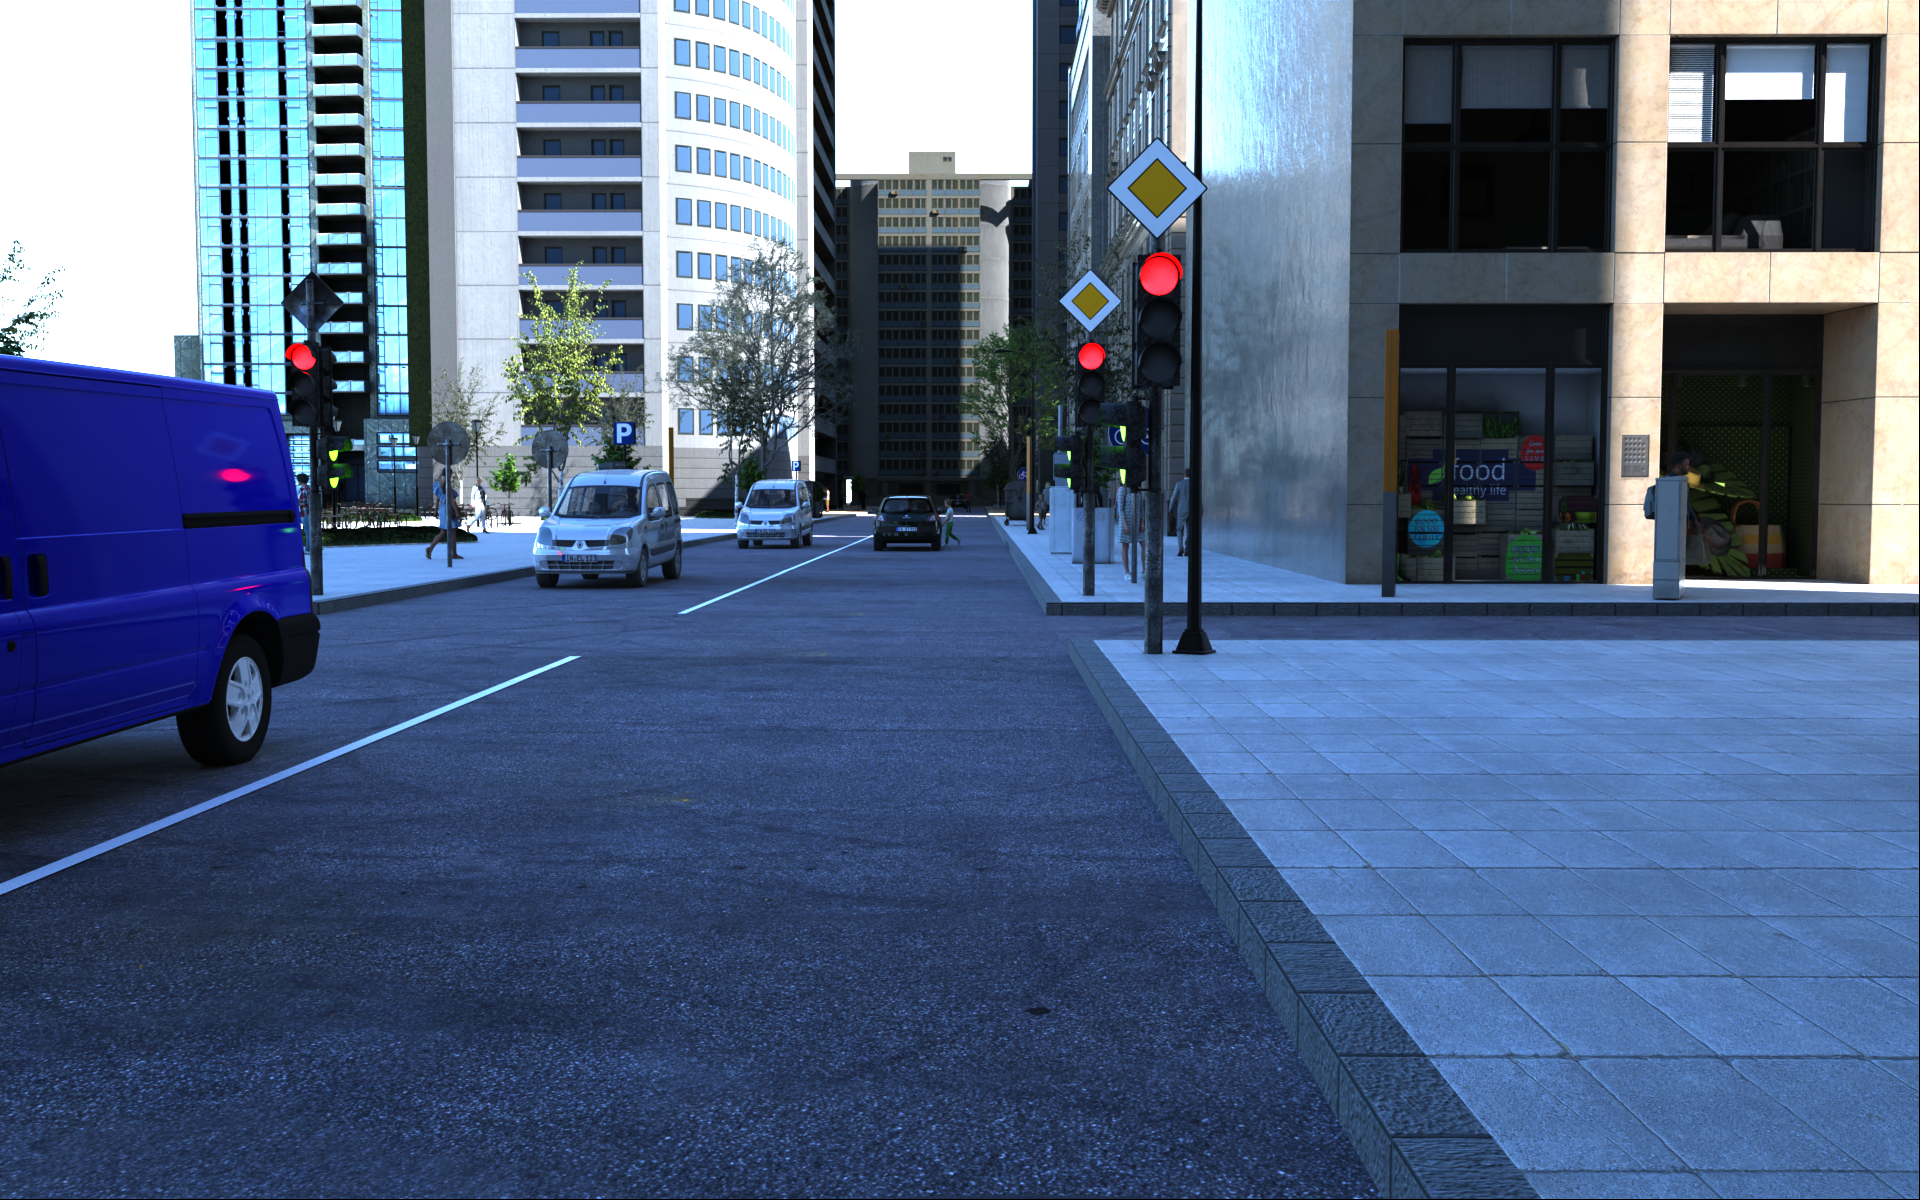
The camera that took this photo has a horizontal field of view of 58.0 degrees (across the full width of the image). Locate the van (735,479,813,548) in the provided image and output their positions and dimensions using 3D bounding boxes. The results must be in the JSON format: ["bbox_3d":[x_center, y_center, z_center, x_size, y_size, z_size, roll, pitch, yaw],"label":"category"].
[{"bbox_3d":[-4.996,-2.445,46.991,2.013,2.044,4.112,0,4,2],"label":"van"}]

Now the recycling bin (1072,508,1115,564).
[{"bbox_3d":[2.475,-1.199,32.159,0.722,1.027,0.722,1,4,11],"label":"recycling bin"}]

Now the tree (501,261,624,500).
[{"bbox_3d":[-12.780,-6.414,55.238,4.737,8.622,4.395,0,3,0],"label":"tree"}]

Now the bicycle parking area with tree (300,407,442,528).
[{"bbox_3d":[-23.191,-4.276,56.918,8.231,4.147,9.016,1,4,19],"label":"bicycle parking area with tree"}]

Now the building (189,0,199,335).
[{"bbox_3d":[-71.378,-46.141,192.657,20.611,71.187,20.563,0,4,1],"label":"building"}]

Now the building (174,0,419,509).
[{"bbox_3d":[-54.873,-51.644,157.053,31.000,86.520,22.319,0,4,1],"label":"building"}]

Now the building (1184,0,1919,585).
[{"bbox_3d":[22.557,-13.987,33.205,34.151,26.468,19.350,0,4,1],"label":"building"}]

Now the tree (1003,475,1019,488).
[{"bbox_3d":[4.090,-8.113,127.244,1.663,3.219,1.824,0,3,0],"label":"tree"}]

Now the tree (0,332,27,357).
[{"bbox_3d":[-17.341,-2.797,29.451,4.285,4.588,4.351,0,3,0],"label":"tree"}]

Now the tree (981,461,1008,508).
[{"bbox_3d":[3.756,-10.675,158.244,4.285,4.588,4.351,0,3,0],"label":"tree"}]

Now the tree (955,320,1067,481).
[{"bbox_3d":[3.239,-10.881,103.667,9.928,11.665,9.643,0,3,0],"label":"tree"}]

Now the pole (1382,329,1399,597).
[{"bbox_3d":[5.355,-1.694,21.537,0.158,3.312,0.155,0,3,0],"label":"pole"}]

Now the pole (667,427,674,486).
[{"bbox_3d":[-8.871,-3.626,53.133,0.158,3.312,0.155,0,3,0],"label":"pole"}]

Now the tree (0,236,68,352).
[{"bbox_3d":[-21.071,-5.223,35.755,4.360,8.622,3.978,0,3,0],"label":"tree"}]

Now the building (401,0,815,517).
[{"bbox_3d":[-21.161,-34.757,110.284,21.231,58.520,28.212,0,4,1],"label":"building"}]

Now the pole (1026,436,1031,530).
[{"bbox_3d":[2.466,-4.129,61.348,0.158,3.312,0.155,0,3,0],"label":"pole"}]

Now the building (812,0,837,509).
[{"bbox_3d":[-21.232,-31.333,135.999,21.300,48.544,21.600,0,4,1],"label":"building"}]

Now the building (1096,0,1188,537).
[{"bbox_3d":[12.008,-16.284,63.514,12.463,27.353,25.104,0,4,1],"label":"building"}]

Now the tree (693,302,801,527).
[{"bbox_3d":[-8.544,-7.156,67.369,4.360,8.622,3.978,0,3,0],"label":"tree"}]

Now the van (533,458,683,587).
[{"bbox_3d":[-5.625,-1.280,27.947,2.013,2.044,4.112,0,4,2],"label":"van"}]

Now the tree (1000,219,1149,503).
[{"bbox_3d":[3.604,-5.938,47.443,4.360,8.622,3.978,0,3,0],"label":"tree"}]

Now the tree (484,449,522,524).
[{"bbox_3d":[-19.282,-4.867,74.171,1.663,3.219,1.824,0,3,0],"label":"tree"}]

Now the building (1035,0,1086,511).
[{"bbox_3d":[17.210,-49.624,124.023,22.319,86.520,31.000,0,4,1],"label":"building"}]

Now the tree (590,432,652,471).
[{"bbox_3d":[-9.212,-3.211,47.098,1.663,3.219,1.824,0,3,0],"label":"tree"}]

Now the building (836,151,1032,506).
[{"bbox_3d":[-3.214,-31.022,199.091,23.993,40.220,32.217,0,4,1],"label":"building"}]

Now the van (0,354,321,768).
[{"bbox_3d":[-4.747,-0.195,7.567,2.240,2.365,5.245,0,4,1],"label":"van"}]

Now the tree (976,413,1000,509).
[{"bbox_3d":[3.272,-12.032,147.090,4.360,8.622,3.978,0,3,0],"label":"tree"}]

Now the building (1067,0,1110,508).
[{"bbox_3d":[11.915,-16.429,86.639,12.078,24.808,19.932,0,4,1],"label":"building"}]

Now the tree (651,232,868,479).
[{"bbox_3d":[-9.056,-10.417,80.694,12.009,13.543,11.850,0,3,0],"label":"tree"}]

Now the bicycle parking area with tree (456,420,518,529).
[{"bbox_3d":[-21.298,-4.871,66.643,8.231,4.147,9.016,0,4,5],"label":"bicycle parking area with tree"}]

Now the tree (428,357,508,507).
[{"bbox_3d":[-27.035,-8.806,94.346,4.360,8.622,3.978,0,3,0],"label":"tree"}]

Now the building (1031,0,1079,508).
[{"bbox_3d":[16.940,-37.489,154.940,21.231,58.520,28.212,0,4,1],"label":"building"}]

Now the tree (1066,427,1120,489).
[{"bbox_3d":[3.285,-2.987,43.447,1.663,3.219,1.824,0,3,0],"label":"tree"}]

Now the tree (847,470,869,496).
[{"bbox_3d":[-8.122,-8.706,136.940,1.663,3.219,1.824,0,3,0],"label":"tree"}]

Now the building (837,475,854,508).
[{"bbox_3d":[-24.930,-30.862,159.216,28.867,44.769,22.147,0,4,1],"label":"building"}]

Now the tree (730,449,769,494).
[{"bbox_3d":[-8.961,-4.821,73.421,1.663,3.219,1.824,0,3,0],"label":"tree"}]

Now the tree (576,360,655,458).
[{"bbox_3d":[-18.282,-8.746,93.353,4.360,8.622,3.978,0,3,0],"label":"tree"}]
